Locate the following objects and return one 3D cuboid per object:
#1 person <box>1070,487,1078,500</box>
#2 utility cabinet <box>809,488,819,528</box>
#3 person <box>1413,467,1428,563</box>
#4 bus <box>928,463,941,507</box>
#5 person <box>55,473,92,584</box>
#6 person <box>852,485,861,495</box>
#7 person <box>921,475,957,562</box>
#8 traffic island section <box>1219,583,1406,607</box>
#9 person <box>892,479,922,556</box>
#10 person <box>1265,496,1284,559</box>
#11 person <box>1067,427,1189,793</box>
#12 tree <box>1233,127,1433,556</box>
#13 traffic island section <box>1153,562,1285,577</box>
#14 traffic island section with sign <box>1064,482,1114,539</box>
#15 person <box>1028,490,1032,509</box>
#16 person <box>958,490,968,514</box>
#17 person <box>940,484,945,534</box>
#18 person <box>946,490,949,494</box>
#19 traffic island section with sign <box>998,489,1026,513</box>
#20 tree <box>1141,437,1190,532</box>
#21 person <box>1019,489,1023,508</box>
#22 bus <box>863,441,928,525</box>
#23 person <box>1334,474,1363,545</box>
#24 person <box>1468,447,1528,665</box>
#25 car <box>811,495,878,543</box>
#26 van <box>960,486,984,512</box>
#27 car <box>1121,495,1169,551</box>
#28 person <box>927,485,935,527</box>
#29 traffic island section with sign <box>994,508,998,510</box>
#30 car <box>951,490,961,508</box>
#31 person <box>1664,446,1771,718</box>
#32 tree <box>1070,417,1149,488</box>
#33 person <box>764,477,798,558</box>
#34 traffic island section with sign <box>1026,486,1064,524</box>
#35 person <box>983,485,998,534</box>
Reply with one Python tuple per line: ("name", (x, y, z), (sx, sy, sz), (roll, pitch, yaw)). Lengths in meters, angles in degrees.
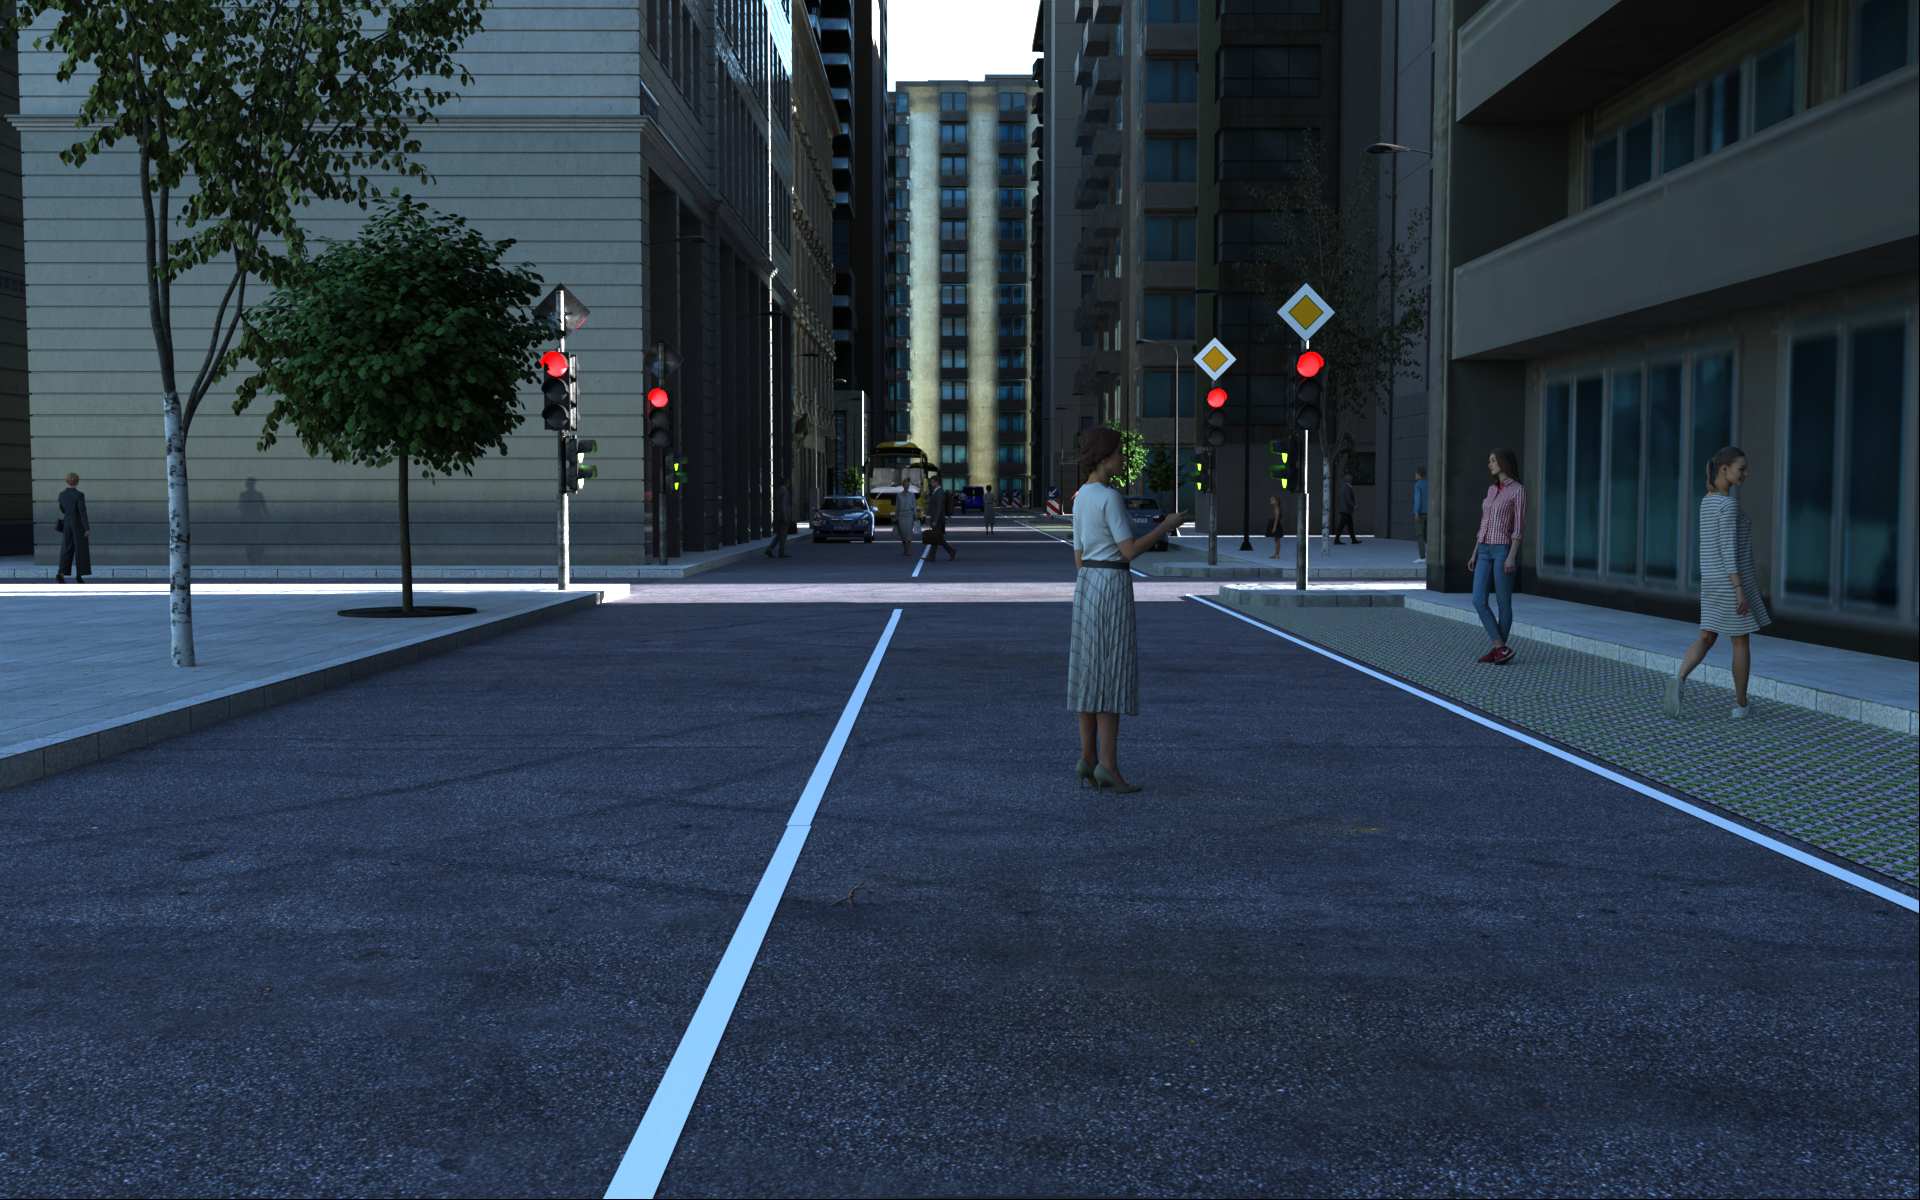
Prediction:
("person", (7.227, -6.188, 107.933), (0.721, 1.743, 1.217), (2, 4, 33))
("utility cabinet", (-5.403, -3.391, 64.118), (0.318, 1.500, 1.173), (0, 4, 0))
("person", (8.622, -1.577, 32.170), (0.601, 1.785, 0.444), (-2, 4, -28))
("bus", (-2.879, -8.960, 138.045), (2.896, 3.916, 12.252), (0, 4, 0))
("person", (-14.046, -1.133, 27.450), (0.576, 1.772, 0.534), (0, 4, -7))
("person", (-6.074, -5.833, 101.430), (0.660, 1.820, 0.620), (-3, 4, -37))
("person", (-0.438, -1.729, 36.726), (0.822, 1.834, 0.622), (-1, 4, -13))
("traffic island section", (4.611, -0.060, 23.254), (2.009, 0.180, 2.903), (0, 4, 0))
("person", (-1.219, -1.930, 40.407), (0.694, 1.780, 0.624), (1, 4, 21))
("person", (6.217, -1.440, 34.263), (0.373, 1.253, 0.362), (0, 4, 6))
("person", (0.781, 0.043, 8.375), (0.524, 1.755, 0.480), (-2, 4, -25))
("tree", (7.788, -5.206, 35.478), (4.360, 8.622, 3.978), (0, 3, 0))
("traffic island section", (4.578, -0.548, 31.239), (2.009, 0.180, 2.903), (0, 4, 0))
("traffic island section with sign", (4.483, -2.887, 55.838), (1.989, 1.847, 2.006), (0, 4, 0))
("person", (6.071, -8.783, 151.109), (0.415, 1.643, 0.593), (-2, 4, -34))
("person", (0.166, -6.898, 122.228), (0.756, 1.711, 0.436), (-2, 4, -25))
("person", (-0.610, -2.875, 55.933), (0.576, 1.772, 0.534), (-3, 5, -44))
("person", (-1.271, -9.803, 168.773), (1.348, 1.824, 0.705), (0, 4, 3))
("traffic island section with sign", (4.157, -7.606, 132.993), (1.989, 1.847, 2.006), (0, 4, 0))
("tree", (6.750, -3.886, 58.141), (1.663, 3.219, 1.824), (0, 3, 0))
("person", (5.712, -9.538, 162.665), (0.621, 1.740, 0.551), (-1, 4, -20))
("bus", (-2.930, -5.670, 84.246), (2.896, 3.916, 12.252), (0, 4, 0))
("person", (9.894, -2.296, 43.986), (0.834, 1.777, 0.661), (-1, 4, -11))
("person", (4.511, -0.372, 14.590), (0.388, 1.821, 0.555), (-2, 4, -34))
("car", (-3.487, -2.476, 52.479), (2.014, 1.417, 4.499), (0, 4, -1))
("van", (1.057, -8.196, 138.394), (2.240, 2.365, 5.245), (0, 4, 1))
("car", (4.322, -1.988, 44.512), (2.014, 1.417, 4.499), (0, 4, 0))
("person", (-0.901, -3.433, 64.909), (0.573, 1.790, 0.520), (3, 4, 37))
("traffic island section with sign", (4.034, -9.255, 159.948), (1.989, 1.847, 2.006), (0, 4, 0))
("car", (0.167, -10.401, 178.736), (2.281, 1.827, 5.304), (0, 4, -1))
("person", (4.822, -0.105, 10.963), (0.760, 1.731, 0.466), (-2, 4, -30))
("tree", (6.392, -5.522, 73.998), (4.285, 4.588, 4.351), (0, 3, 0))
("person", (-3.980, -1.863, 39.073), (0.853, 1.813, 0.709), (-2, 4, -29))
("traffic island section with sign", (4.358, -4.620, 84.165), (1.989, 1.847, 2.006), (0, 4, 0))
("person", (1.090, -3.220, 61.721), (0.480, 1.755, 0.524), (1, 4, 14))
